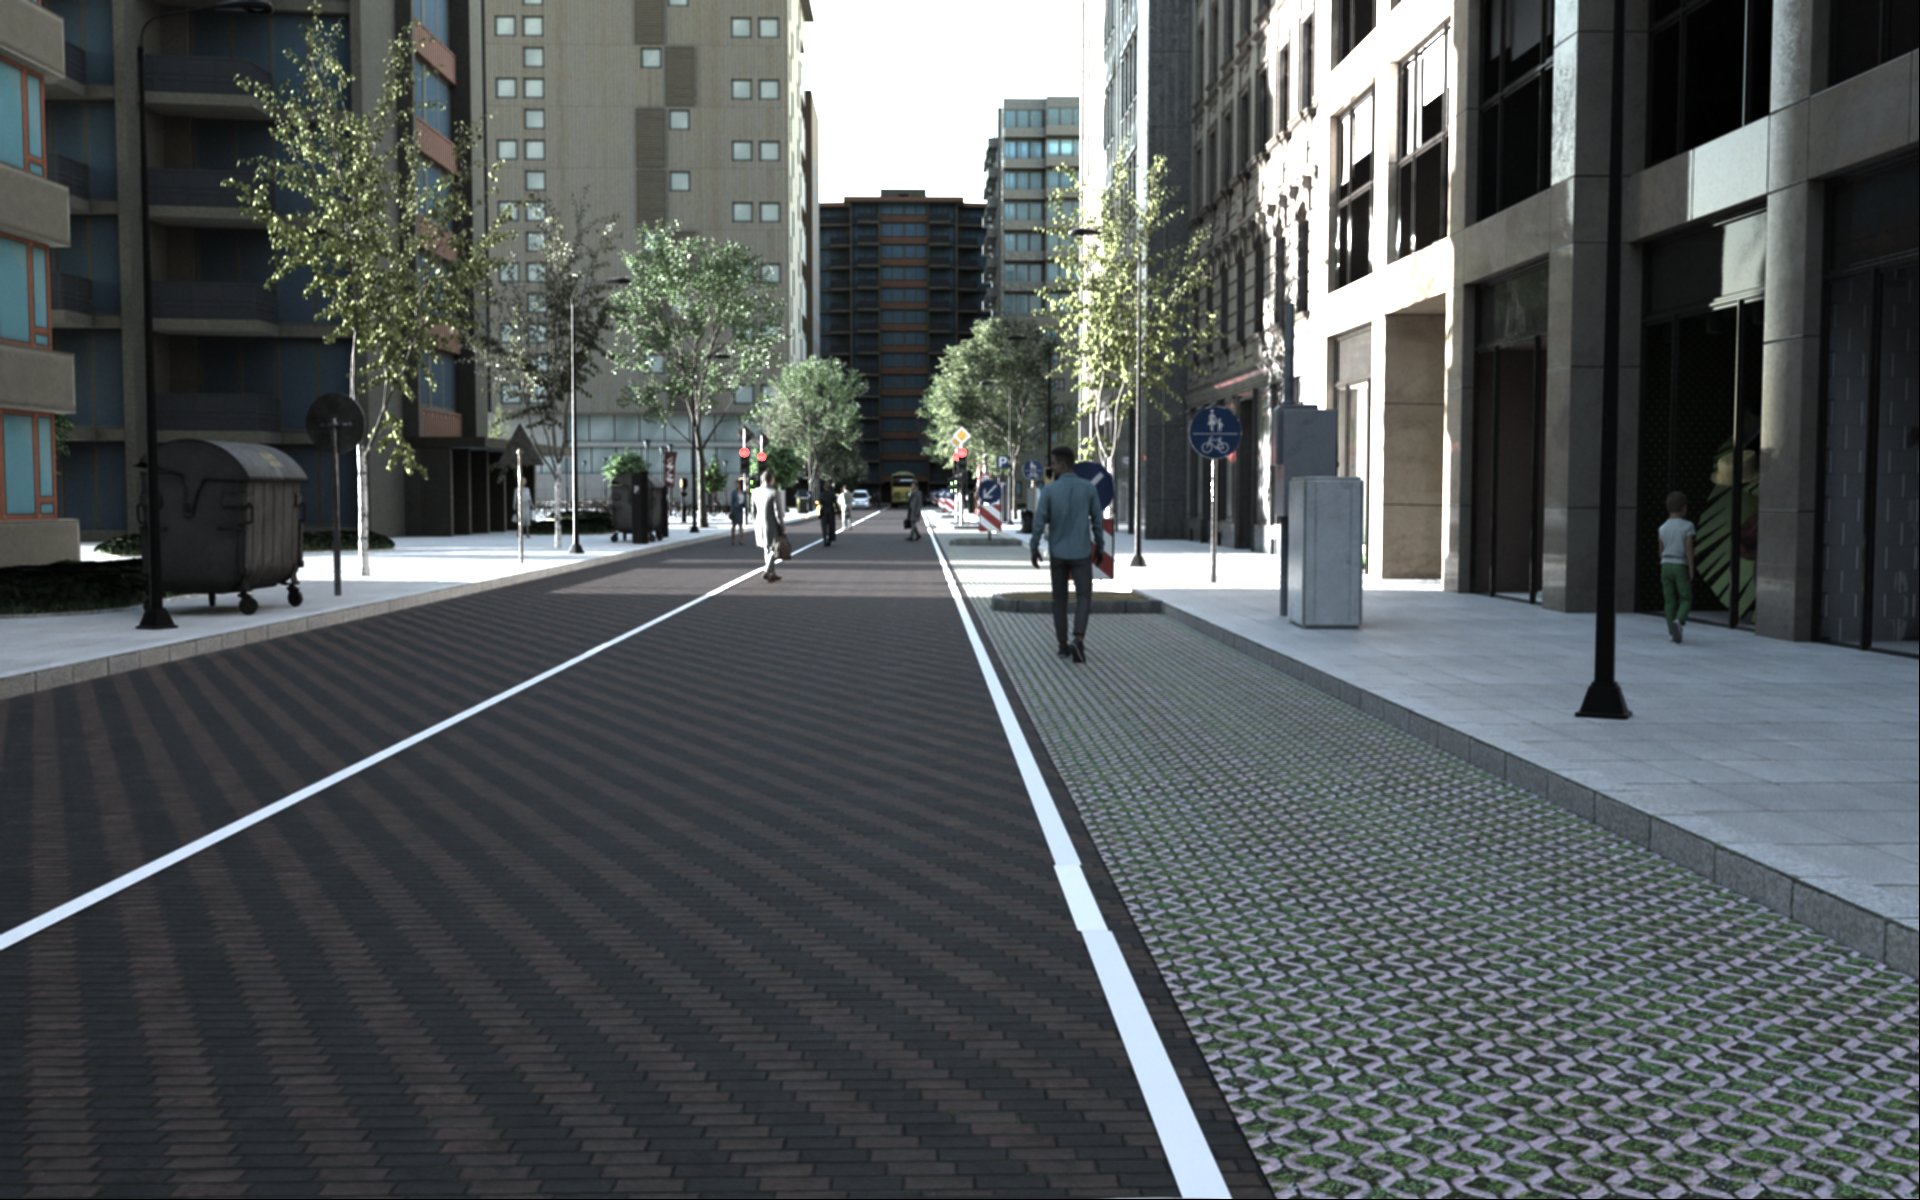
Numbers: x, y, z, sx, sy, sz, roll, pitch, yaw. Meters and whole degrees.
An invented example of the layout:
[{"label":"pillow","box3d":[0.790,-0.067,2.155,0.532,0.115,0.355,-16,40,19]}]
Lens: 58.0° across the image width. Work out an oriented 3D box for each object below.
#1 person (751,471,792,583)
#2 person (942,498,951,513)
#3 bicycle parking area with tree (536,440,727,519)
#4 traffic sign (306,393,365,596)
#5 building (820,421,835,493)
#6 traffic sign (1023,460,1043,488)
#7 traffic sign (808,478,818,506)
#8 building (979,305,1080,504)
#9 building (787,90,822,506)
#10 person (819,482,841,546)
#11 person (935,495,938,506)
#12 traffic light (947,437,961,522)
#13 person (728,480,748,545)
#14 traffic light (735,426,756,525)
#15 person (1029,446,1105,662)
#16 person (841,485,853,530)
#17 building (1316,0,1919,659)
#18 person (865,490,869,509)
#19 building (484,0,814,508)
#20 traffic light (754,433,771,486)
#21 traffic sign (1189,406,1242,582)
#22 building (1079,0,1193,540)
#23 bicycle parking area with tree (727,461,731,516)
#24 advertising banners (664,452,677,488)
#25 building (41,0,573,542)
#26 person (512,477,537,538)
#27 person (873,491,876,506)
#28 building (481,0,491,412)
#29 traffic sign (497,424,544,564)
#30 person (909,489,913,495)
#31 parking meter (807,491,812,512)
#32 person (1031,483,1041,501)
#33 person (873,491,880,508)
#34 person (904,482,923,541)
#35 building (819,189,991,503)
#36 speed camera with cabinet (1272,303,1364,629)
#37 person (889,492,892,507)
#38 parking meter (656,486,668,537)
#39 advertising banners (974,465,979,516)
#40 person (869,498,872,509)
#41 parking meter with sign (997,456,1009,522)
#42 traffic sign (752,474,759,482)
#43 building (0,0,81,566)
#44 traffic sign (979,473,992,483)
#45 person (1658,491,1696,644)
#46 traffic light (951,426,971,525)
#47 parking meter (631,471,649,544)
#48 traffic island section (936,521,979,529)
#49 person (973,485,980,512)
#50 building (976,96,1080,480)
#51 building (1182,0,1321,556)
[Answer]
[{"label":"person","box3d":[-3.062,-1.198,28.184,0.694,1.812,0.767,2,4,32]},{"label":"person","box3d":[-0.925,-7.389,129.223,0.836,1.842,0.656,-1,4,-18]},{"label":"bicycle parking area with tree","box3d":[-18.753,-6.454,92.533,8.231,4.147,9.016,3,4,37]},{"label":"traffic sign","box3d":[-7.869,-1.329,21.831,0.768,2.556,0.104,0,4,4]},{"label":"building","box3d":[-31.719,-55.141,214.219,31.000,86.520,22.319,0,4,-1]},{"label":"traffic sign","box3d":[2.710,-3.926,64.293,0.768,2.556,0.104,0,4,3]},{"label":"traffic sign","box3d":[-11.300,-8.144,133.268,0.768,2.556,0.104,0,4,2]},{"label":"building","box3d":[16.361,-20.694,183.389,27.650,21.520,28.899,0,4,-1]},{"label":"building","box3d":[-22.563,-32.939,188.657,14.600,45.320,14.200,0,4,-1]},{"label":"person","box3d":[-3.605,-2.370,47.672,0.576,1.772,0.534,-2,4,-25]},{"label":"person","box3d":[-2.626,-11.375,195.028,0.434,1.755,0.990,1,4,12]},{"label":"traffic light","box3d":[-0.151,-5.532,79.376,0.839,4.253,0.868,0,4,-1]},{"label":"person","box3d":[-6.307,-2.490,49.230,0.581,1.822,0.654,-1,4,-19]},{"label":"traffic light","box3d":[-8.801,-5.029,71.147,0.839,4.253,0.868,0,4,-1]},{"label":"person","box3d":[0.907,-0.400,14.898,0.638,1.841,0.748,1,4,12]},{"label":"person","box3d":[-4.551,-3.721,69.517,0.511,1.800,0.466,-2,4,-29]},{"label":"building","box3d":[16.266,-12.748,12.946,19.350,26.468,34.151,0,4,-1]},{"label":"person","box3d":[-8.966,-9.692,167.046,0.705,1.814,1.350,-1,4,-17]},{"label":"building","box3d":[-29.005,-35.364,167.447,28.713,52.752,27.495,0,4,-1]},{"label":"traffic light","box3d":[-9.009,-5.517,79.130,0.839,4.253,0.868,0,4,-1]},{"label":"traffic sign","box3d":[3.683,-1.528,25.095,0.768,2.556,0.104,0,4,-1]},{"label":"building","box3d":[10.960,-14.684,58.098,12.078,24.808,19.932,0,4,-1]},{"label":"bicycle parking area with tree","box3d":[-17.450,-7.041,102.117,9.016,4.147,8.231,0,4,-1]},{"label":"advertising banners","box3d":[-12.747,-4.618,71.699,2.074,3.025,0.090,0,4,-5]},{"label":"building","box3d":[-28.856,-24.445,54.301,28.867,44.769,22.147,0,4,-1]},{"label":"person","box3d":[-12.774,-2.713,50.748,0.694,1.780,0.624,-1,4,-18]},{"label":"person","box3d":[-10.565,-12.619,214.907,0.705,1.814,1.350,0,4,2]},{"label":"building","box3d":[-57.513,-47.442,213.923,20.611,71.187,20.563,0,4,-1]},{"label":"traffic sign","box3d":[-8.100,-1.952,31.925,0.884,2.594,0.081,0,4,5]},{"label":"person","box3d":[-3.662,-7.533,131.688,0.581,1.822,0.654,2,4,25]},{"label":"parking meter","box3d":[-10.921,-7.165,125.560,0.372,1.533,0.369,0,3,0]},{"label":"person","box3d":[3.540,-4.565,80.951,0.793,1.790,0.793,2,4,25]},{"label":"person","box3d":[-8.721,-10.530,181.191,0.750,1.759,0.617,0,4,-6]},{"label":"person","box3d":[-1.445,-2.738,53.363,0.767,1.812,0.694,-3,4,-37]},{"label":"building","box3d":[-8.869,-36.489,251.225,28.867,44.769,22.147,0,4,-1]},{"label":"speed camera with cabinet","box3d":[3.581,-1.409,17.368,0.660,3.252,2.038,0,4,2]},{"label":"person","box3d":[-7.805,-11.498,196.457,0.705,1.831,1.348,1,4,14]},{"label":"parking meter","box3d":[-8.880,-2.640,51.574,0.372,1.533,0.369,0,3,0]},{"label":"advertising banners","box3d":[0.983,-6.498,102.428,0.090,3.025,2.074,0,4,-6]},{"label":"person","box3d":[-8.764,-9.437,166.032,0.697,1.427,0.421,0,4,-2]},{"label":"parking meter with sign","box3d":[2.027,-5.124,80.044,0.543,3.016,1.738,0,4,5]},{"label":"traffic sign","box3d":[-10.181,-5.198,87.124,0.606,2.300,0.079,0,4,7]},{"label":"building","box3d":[-26.874,-10.152,11.033,27.650,21.520,28.899,0,4,-1]},{"label":"traffic sign","box3d":[1.513,-6.302,103.149,0.768,2.556,0.104,0,4,6]},{"label":"person","box3d":[6.159,-0.282,14.898,0.306,1.304,0.590,2,4,27]},{"label":"traffic light","box3d":[0.057,-5.044,71.393,0.839,4.253,0.868,0,4,-1]},{"label":"parking meter","box3d":[-8.271,-2.387,44.744,0.399,1.863,0.255,2,4,35]},{"label":"traffic island section","box3d":[-0.111,-3.499,79.491,2.009,0.180,2.903,0,4,-1]},{"label":"person","box3d":[1.212,-6.286,108.925,0.850,1.850,0.679,-1,4,-23]},{"label":"building","box3d":[14.132,-36.246,212.229,23.786,49.044,30.456,0,4,-1]},{"label":"building","box3d":[11.186,-11.621,39.149,9.793,20.994,18.267,0,4,-1]}]
